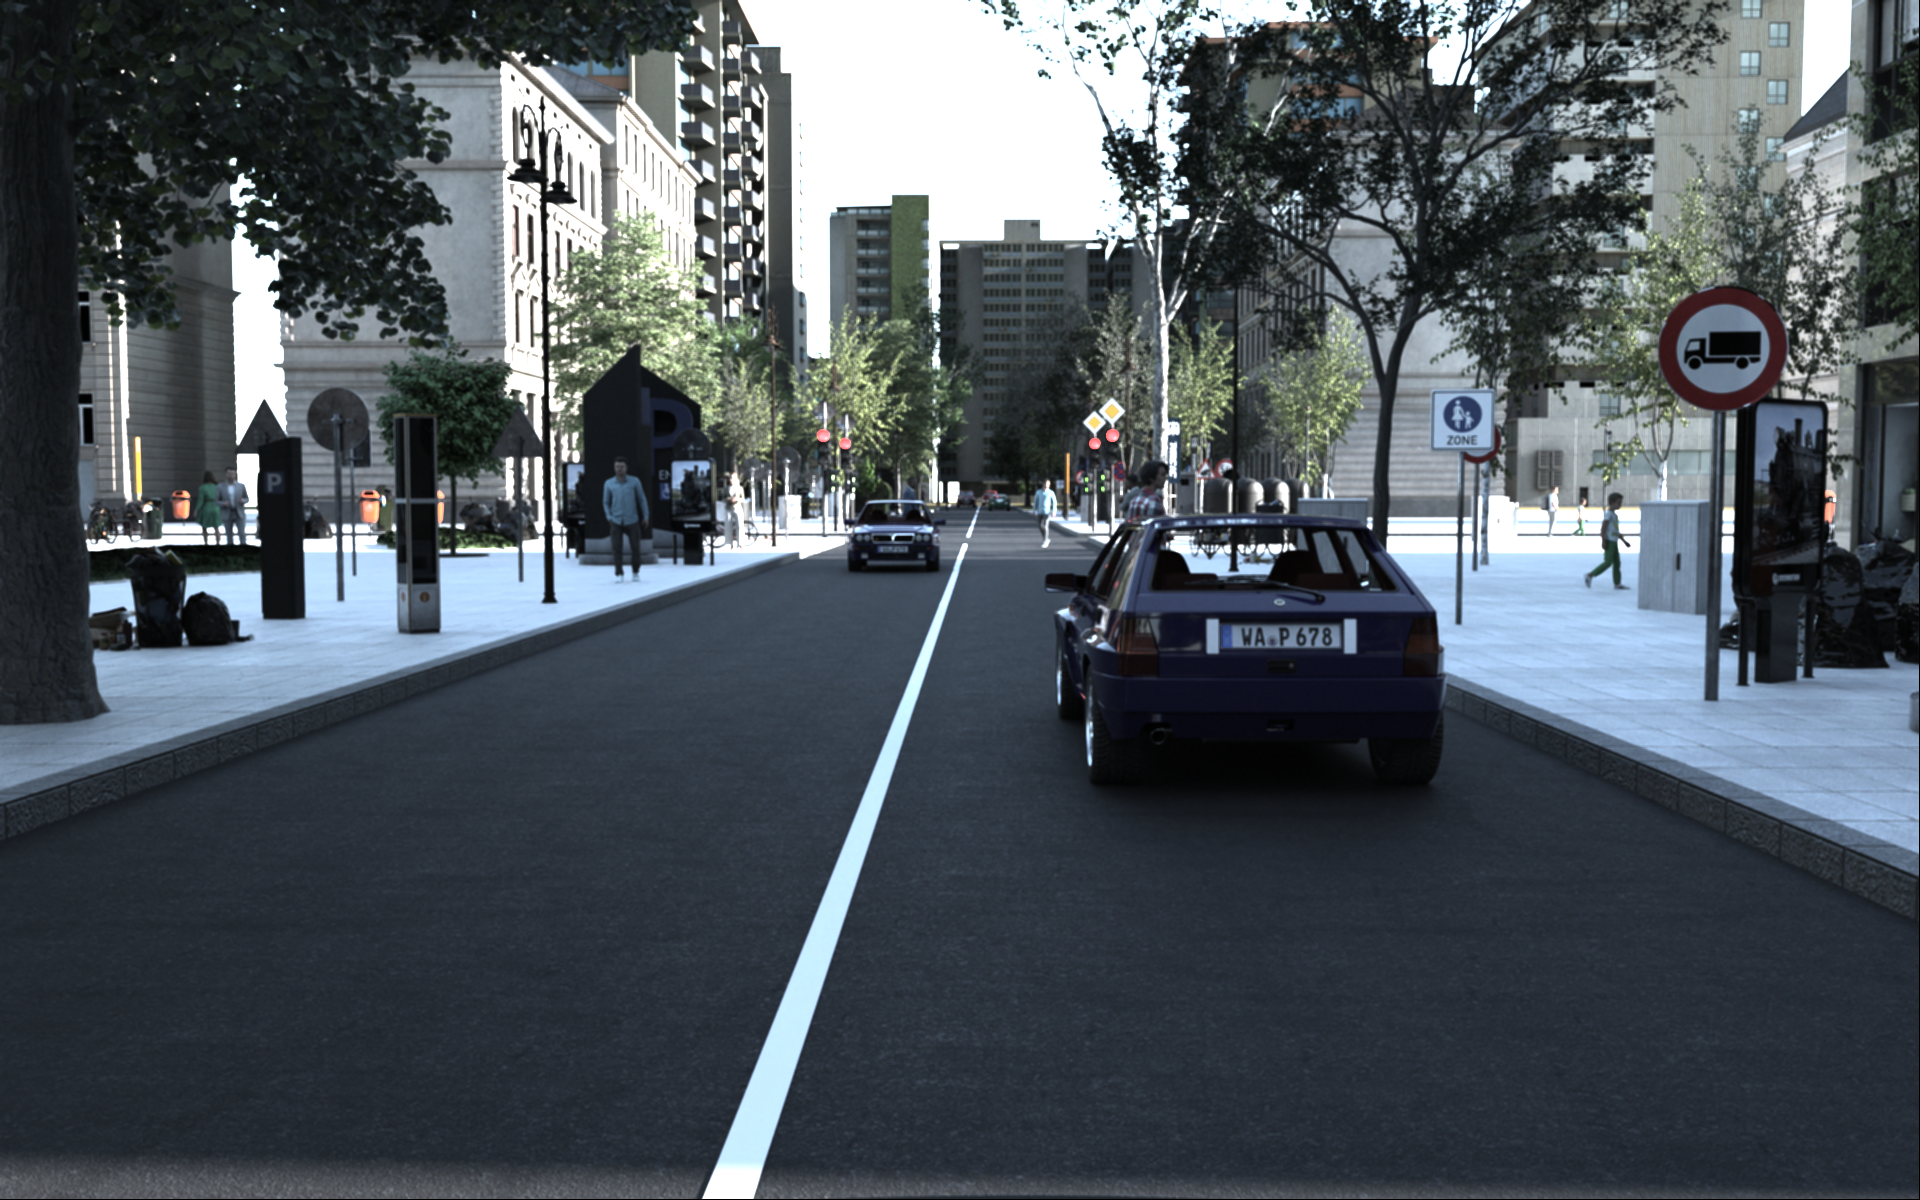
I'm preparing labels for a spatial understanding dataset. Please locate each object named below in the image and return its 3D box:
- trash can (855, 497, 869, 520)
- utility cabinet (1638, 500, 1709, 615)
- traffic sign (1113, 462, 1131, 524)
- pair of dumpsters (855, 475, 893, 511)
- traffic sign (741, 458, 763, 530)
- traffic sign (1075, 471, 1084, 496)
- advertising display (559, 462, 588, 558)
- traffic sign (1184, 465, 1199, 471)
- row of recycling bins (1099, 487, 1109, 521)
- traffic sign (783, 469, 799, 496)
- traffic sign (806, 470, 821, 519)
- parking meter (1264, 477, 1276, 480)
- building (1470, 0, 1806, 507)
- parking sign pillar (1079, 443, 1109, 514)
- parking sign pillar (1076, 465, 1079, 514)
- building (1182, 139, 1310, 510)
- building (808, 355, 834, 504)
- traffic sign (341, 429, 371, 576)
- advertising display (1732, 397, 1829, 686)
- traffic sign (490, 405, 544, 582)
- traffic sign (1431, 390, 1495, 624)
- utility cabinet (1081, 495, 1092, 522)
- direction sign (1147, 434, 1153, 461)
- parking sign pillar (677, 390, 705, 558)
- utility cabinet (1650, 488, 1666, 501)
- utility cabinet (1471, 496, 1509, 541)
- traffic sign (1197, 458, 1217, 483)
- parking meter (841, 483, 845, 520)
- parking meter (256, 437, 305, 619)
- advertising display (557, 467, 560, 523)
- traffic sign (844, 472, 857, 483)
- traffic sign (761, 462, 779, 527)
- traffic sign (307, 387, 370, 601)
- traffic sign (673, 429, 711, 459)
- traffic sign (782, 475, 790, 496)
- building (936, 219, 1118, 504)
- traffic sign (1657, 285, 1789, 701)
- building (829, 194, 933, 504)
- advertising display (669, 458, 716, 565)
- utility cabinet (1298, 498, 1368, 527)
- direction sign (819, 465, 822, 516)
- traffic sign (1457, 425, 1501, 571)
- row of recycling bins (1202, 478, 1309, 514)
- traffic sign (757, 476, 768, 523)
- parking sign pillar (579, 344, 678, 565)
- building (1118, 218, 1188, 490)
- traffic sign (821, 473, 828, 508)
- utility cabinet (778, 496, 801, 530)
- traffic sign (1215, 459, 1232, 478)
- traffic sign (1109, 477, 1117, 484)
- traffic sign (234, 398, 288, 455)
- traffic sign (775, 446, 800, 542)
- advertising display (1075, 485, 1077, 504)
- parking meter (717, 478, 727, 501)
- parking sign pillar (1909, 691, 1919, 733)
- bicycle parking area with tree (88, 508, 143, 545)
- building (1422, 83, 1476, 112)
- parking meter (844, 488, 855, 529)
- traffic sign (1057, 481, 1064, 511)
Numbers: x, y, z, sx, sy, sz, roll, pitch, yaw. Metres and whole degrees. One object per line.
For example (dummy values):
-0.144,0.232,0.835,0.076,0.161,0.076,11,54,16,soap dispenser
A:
-4.469,-4.031,77.558,0.748,1.137,0.748,0,3,0,trash can
7.820,-0.471,18.867,0.306,1.237,1.020,-1,4,-14,utility cabinet
6.310,-4.149,67.936,0.768,2.556,0.104,0,4,8,traffic sign
-4.282,-5.278,88.788,1.574,2.255,4.437,0,4,1,pair of dumpsters
-7.386,-3.757,61.538,0.768,2.556,0.104,0,4,2,traffic sign
6.689,-5.799,94.916,0.768,2.556,0.104,1,4,9,traffic sign
-7.589,-1.817,34.923,0.123,1.923,0.974,3,4,38,advertising display
9.993,-4.548,74.464,0.768,2.556,0.104,0,4,5,traffic sign
7.020,-4.733,84.496,1.069,1.692,3.534,0,4,4,row of recycling bins
-7.697,-4.820,78.907,0.768,2.556,0.104,1,4,8,traffic sign
-7.619,-5.493,89.915,0.768,2.556,0.104,1,4,10,traffic sign
10.391,-3.203,58.088,0.399,1.863,0.255,-3,5,-39,parking meter
67.908,-36.134,180.022,27.495,52.752,28.713,0,4,1,building
7.262,-6.338,92.103,1.447,3.967,1.447,0,4,-4,parking sign pillar
8.341,-7.655,113.639,1.447,3.967,1.447,2,4,34,parking sign pillar
26.709,-22.791,144.339,14.160,30.474,14.107,0,4,1,building
-32.131,-24.557,246.553,28.899,21.520,27.650,0,4,1,building
-9.515,-1.531,27.157,0.606,2.300,0.079,1,4,10,traffic sign
5.586,-0.403,11.802,0.974,1.923,0.123,-3,4,-36,advertising display
-6.418,-1.544,25.256,0.884,2.594,0.081,0,4,2,traffic sign
4.907,-0.908,16.979,0.606,2.300,0.079,1,4,10,traffic sign
5.730,-4.132,78.722,0.306,1.237,1.020,-1,4,-10,utility cabinet
7.485,-4.481,65.260,0.876,3.537,0.379,-1,4,-11,direction sign
-5.936,-2.864,35.306,1.447,3.967,1.447,0,4,-3,parking sign pillar
24.690,-3.221,61.337,0.318,1.500,1.173,2,4,33,utility cabinet
14.463,-2.208,47.260,1.020,1.237,0.306,-1,4,-18,utility cabinet
8.861,-3.826,62.554,0.884,2.594,0.081,0,4,6,traffic sign
-5.802,-4.945,86.564,0.399,1.863,0.255,-1,4,-18,parking meter
-6.986,-0.740,17.812,0.399,1.863,0.255,1,4,9,parking meter
-9.015,-2.149,40.350,0.974,1.923,0.123,3,5,39,advertising display
-5.020,-4.732,79.501,0.606,2.300,0.079,0,4,6,traffic sign
-7.490,-4.149,67.941,0.768,2.556,0.104,0,4,7,traffic sign
-7.439,-1.261,20.730,0.768,2.556,0.104,0,4,5,traffic sign
-5.213,-2.054,33.692,0.768,2.556,0.104,0,4,8,traffic sign
-8.059,-5.004,81.918,0.768,2.556,0.104,1,4,9,traffic sign
8.778,-33.957,247.069,23.993,40.220,32.217,0,4,1,building
4.674,-0.648,10.698,0.768,2.556,0.104,1,4,8,traffic sign
-10.745,-33.912,238.060,14.086,41.232,14.154,0,4,1,building
-4.834,-1.598,31.342,0.974,1.923,0.123,2,4,30,advertising display
5.572,-0.903,25.926,1.020,1.237,0.306,1,4,12,utility cabinet
-8.248,-6.767,102.634,0.379,3.537,0.876,-1,4,-11,direction sign
8.609,-1.760,28.877,0.768,2.556,0.104,0,4,5,traffic sign
7.627,-2.272,44.268,3.534,1.692,1.069,-3,4,-37,row of recycling bins
-8.678,-4.676,76.553,0.768,2.556,0.104,1,4,9,traffic sign
-6.274,-2.646,31.736,1.447,3.967,1.447,2,4,32,parking sign pillar
32.928,-33.923,246.514,23.993,40.220,32.217,0,4,1,building
-8.455,-6.461,105.751,0.768,2.556,0.104,0,4,8,traffic sign
-6.142,-3.133,62.391,0.306,1.237,1.020,2,4,31,utility cabinet
9.670,-3.849,63.033,0.768,2.556,0.104,0,4,6,traffic sign
10.450,-7.193,117.719,0.768,2.556,0.104,0,4,3,traffic sign
-9.416,-1.436,23.485,0.884,2.594,0.081,0,4,4,traffic sign
-4.655,-2.829,46.354,0.768,2.556,0.104,0,4,5,traffic sign
8.609,-7.154,122.182,0.974,1.923,0.123,0,4,3,advertising display
-8.526,-3.452,62.147,0.255,1.863,0.399,1,4,11,parking meter
5.850,-1.259,9.055,1.447,3.967,1.447,-2,4,-30,parking sign pillar
-25.417,-3.387,42.376,8.231,4.147,9.016,1,4,15,bicycle parking area with tree
45.984,-32.812,186.589,14.200,45.320,14.600,0,4,1,building
-4.099,-3.420,64.322,0.372,1.533,0.369,0,3,0,parking meter
7.528,-7.792,129.535,0.606,2.300,0.079,0,4,7,traffic sign
